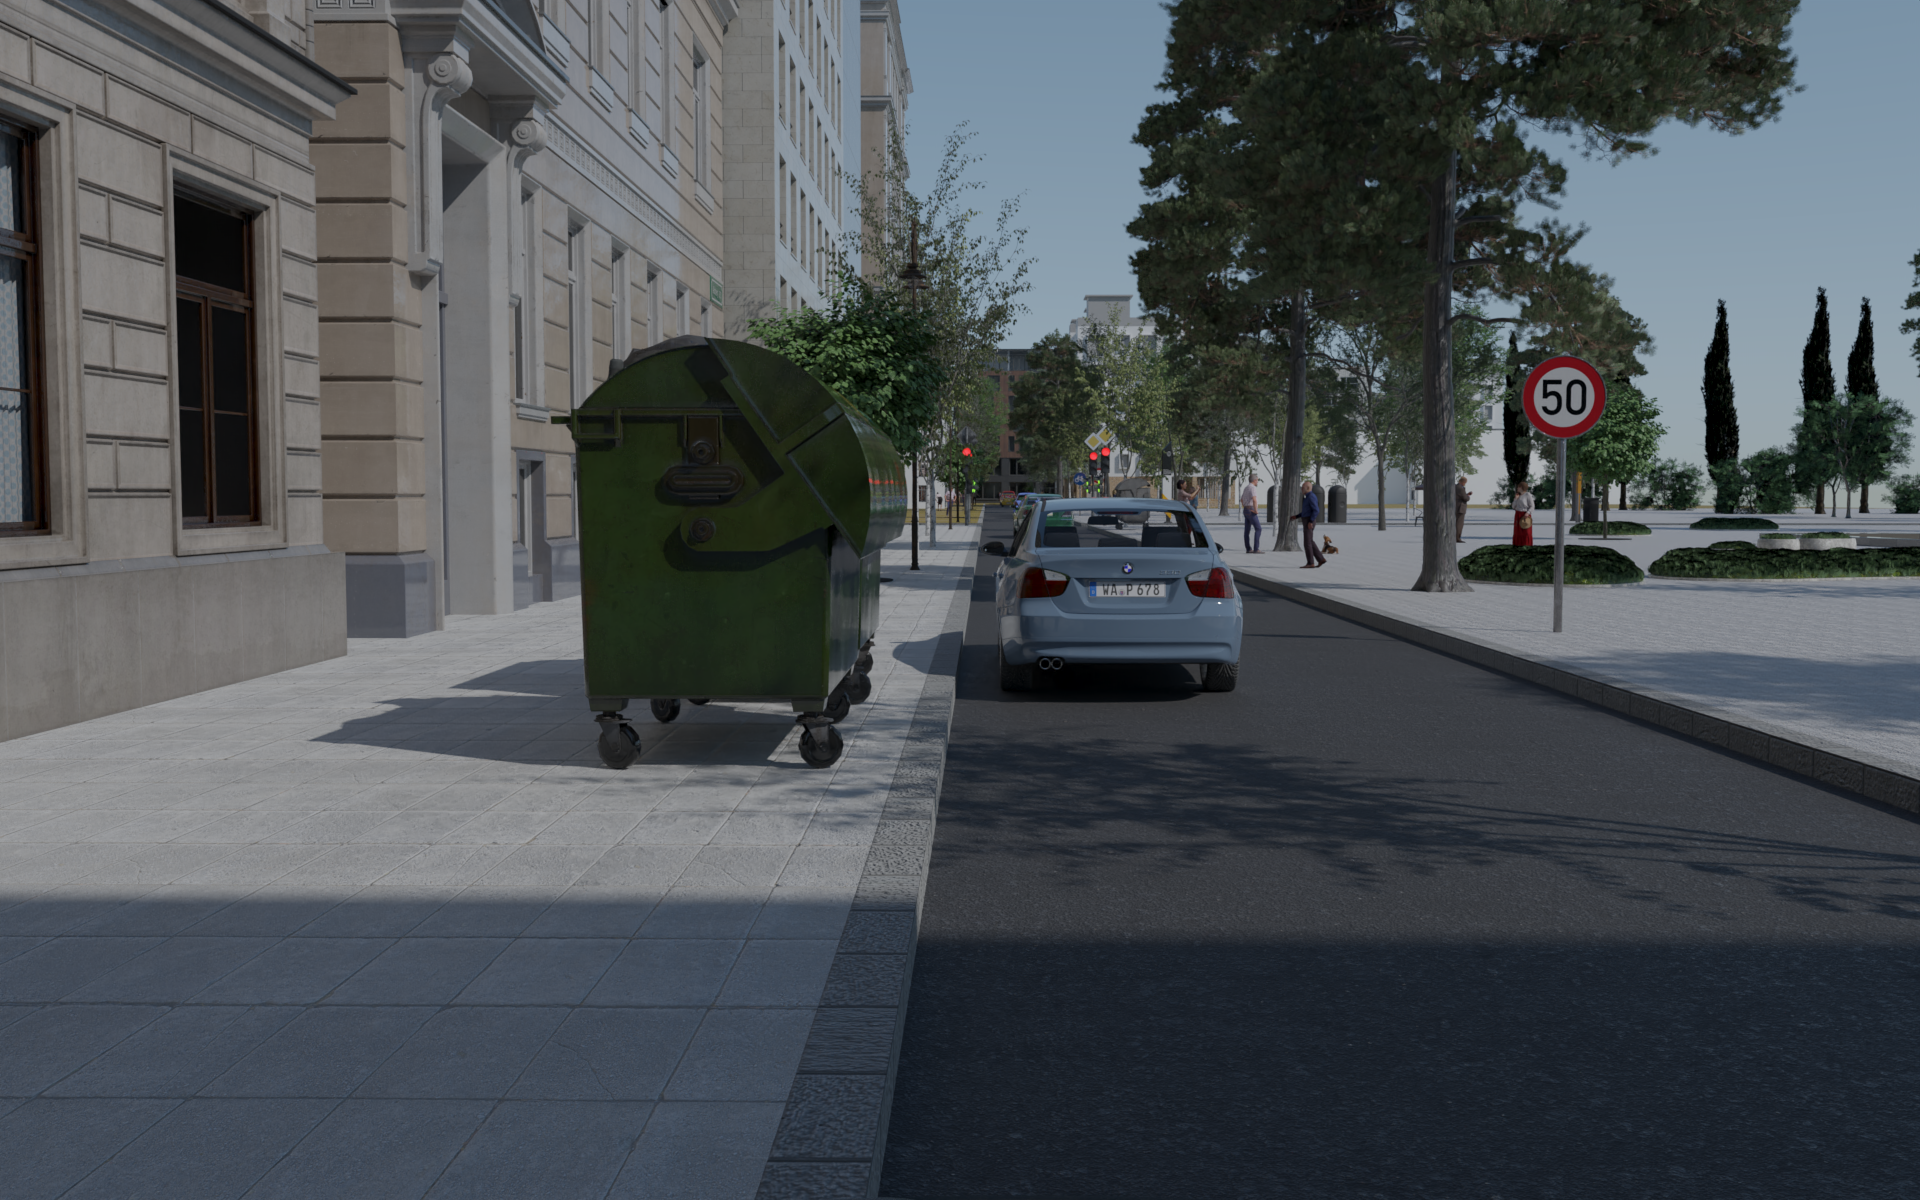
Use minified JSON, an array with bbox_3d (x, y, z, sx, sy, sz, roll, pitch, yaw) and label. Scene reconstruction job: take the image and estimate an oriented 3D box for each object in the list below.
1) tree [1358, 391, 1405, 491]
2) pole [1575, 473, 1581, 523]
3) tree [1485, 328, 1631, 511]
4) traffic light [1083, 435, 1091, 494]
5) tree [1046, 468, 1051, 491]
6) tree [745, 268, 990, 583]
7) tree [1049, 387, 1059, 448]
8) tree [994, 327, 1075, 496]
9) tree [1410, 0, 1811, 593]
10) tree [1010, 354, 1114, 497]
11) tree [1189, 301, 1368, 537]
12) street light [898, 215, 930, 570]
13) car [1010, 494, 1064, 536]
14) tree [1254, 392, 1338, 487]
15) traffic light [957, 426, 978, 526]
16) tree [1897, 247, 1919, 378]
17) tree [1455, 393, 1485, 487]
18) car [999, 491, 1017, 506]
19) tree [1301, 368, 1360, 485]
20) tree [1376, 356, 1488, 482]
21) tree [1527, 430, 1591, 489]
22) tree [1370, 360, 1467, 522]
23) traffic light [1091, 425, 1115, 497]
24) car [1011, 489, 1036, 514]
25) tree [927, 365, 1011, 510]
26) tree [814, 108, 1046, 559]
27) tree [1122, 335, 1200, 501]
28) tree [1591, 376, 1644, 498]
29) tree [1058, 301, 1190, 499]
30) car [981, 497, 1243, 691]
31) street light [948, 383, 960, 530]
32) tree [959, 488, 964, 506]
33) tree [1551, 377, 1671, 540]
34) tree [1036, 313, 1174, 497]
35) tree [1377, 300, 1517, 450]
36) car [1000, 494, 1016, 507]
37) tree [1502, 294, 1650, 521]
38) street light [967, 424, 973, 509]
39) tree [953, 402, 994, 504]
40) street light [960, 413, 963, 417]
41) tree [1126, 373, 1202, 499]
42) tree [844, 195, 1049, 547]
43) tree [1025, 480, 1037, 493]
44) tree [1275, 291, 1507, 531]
[{"bbox_3d":[29.058,-10.277,118.398,4.737,8.622,4.395,0,3,0],"label":"tree"},{"bbox_3d":[27.594,-5.101,77.237,0.158,3.312,0.155,0,3,0],"label":"pole"},{"bbox_3d":[49.272,-14.415,137.508,18.604,14.587,13.155,3,5,43],"label":"tree"},{"bbox_3d":[5.974,-5.428,77.996,0.839,4.213,0.868,0,4,1],"label":"traffic light"},{"bbox_3d":[9.620,-16.763,224.436,4.360,8.622,3.978,0,3,0],"label":"tree"},{"bbox_3d":[-1.641,-2.551,25.430,4.285,4.588,4.351,0,3,0],"label":"tree"},{"bbox_3d":[7.708,-10.268,118.249,4.737,8.622,4.395,0,3,0],"label":"tree"},{"bbox_3d":[7.311,-13.644,130.496,7.806,13.903,7.818,0,3,0],"label":"tree"},{"bbox_3d":[6.505,-7.052,22.724,7.806,13.903,7.818,0,3,0],"label":"tree"},{"bbox_3d":[8.911,-15.086,153.303,9.857,13.997,8.962,0,3,0],"label":"tree"},{"bbox_3d":[9.443,-6.230,52.226,4.360,8.622,3.978,0,3,0],"label":"tree"},{"bbox_3d":[-0.761,-3.440,29.032,0.468,5.910,1.993,0,4,1],"label":"street light"},{"bbox_3d":[2.743,-2.789,57.398,2.131,1.459,4.920,0,4,-1],"label":"car"},{"bbox_3d":[23.600,-10.356,119.689,4.737,8.622,4.395,0,3,0],"label":"tree"},{"bbox_3d":[0.289,-4.944,70.082,0.839,4.213,0.868,0,4,1],"label":"traffic light"},{"bbox_3d":[35.358,-8.322,58.121,6.751,12.117,7.091,0,3,0],"label":"tree"},{"bbox_3d":[34.123,-10.304,118.836,4.737,8.622,4.395,0,3,0],"label":"tree"},{"bbox_3d":[6.037,-12.732,216.834,2.281,1.827,5.304,0,4,1],"label":"car"},{"bbox_3d":[30.006,-13.634,144.970,6.751,12.117,7.091,0,3,0],"label":"tree"},{"bbox_3d":[29.653,-11.686,109.195,7.486,12.596,7.792,0,3,0],"label":"tree"},{"bbox_3d":[33.982,-8.919,96.187,4.360,8.622,3.978,0,3,0],"label":"tree"},{"bbox_3d":[21.125,-7.964,80.574,4.360,8.622,3.978,0,3,0],"label":"tree"},{"bbox_3d":[5.850,-4.940,70.011,0.839,4.213,0.868,0,4,1],"label":"traffic light"},{"bbox_3d":[3.992,-5.663,102.188,1.945,1.707,3.694,0,4,3],"label":"car"},{"bbox_3d":[0.588,-13.131,140.444,9.928,11.665,9.643,0,3,0],"label":"tree"},{"bbox_3d":[-0.646,-5.118,34.040,4.360,8.622,3.978,0,3,0],"label":"tree"},{"bbox_3d":[13.814,-11.254,109.756,9.928,11.665,9.643,0,3,0],"label":"tree"},{"bbox_3d":[33.064,-8.516,89.599,4.737,8.622,4.395,0,3,0],"label":"tree"},{"bbox_3d":[6.340,-7.055,65.719,4.737,8.622,4.395,0,3,0],"label":"tree"},{"bbox_3d":[1.170,-0.115,13.886,2.014,1.417,4.499,0,4,1],"label":"car"},{"bbox_3d":[-0.345,-5.493,62.593,0.468,5.910,1.993,0,4,1],"label":"street light"},{"bbox_3d":[0.461,-11.505,182.701,1.663,3.219,1.824,0,3,0],"label":"tree"},{"bbox_3d":[18.298,-3.982,48.816,4.285,4.588,4.351,0,3,0],"label":"tree"},{"bbox_3d":[7.441,-9.518,90.036,7.601,10.594,8.767,-1,4,-14],"label":"tree"},{"bbox_3d":[25.685,-10.153,91.749,9.928,11.665,9.643,0,3,0],"label":"tree"},{"bbox_3d":[5.509,-11.213,193.555,2.015,1.641,3.980,0,4,3],"label":"car"},{"bbox_3d":[29.095,-9.762,81.664,6.751,12.117,7.091,0,3,0],"label":"tree"},{"bbox_3d":[0.510,-8.507,111.874,0.468,5.910,1.993,0,4,1],"label":"street light"},{"bbox_3d":[1.627,-19.787,230.944,7.806,13.903,7.818,0,3,0],"label":"tree"},{"bbox_3d":[-0.094,-6.454,78.316,0.468,5.910,1.993,0,4,1],"label":"street light"},{"bbox_3d":[16.332,-13.285,139.257,6.751,12.117,7.091,0,3,0],"label":"tree"},{"bbox_3d":[-0.705,-5.597,41.868,4.737,8.622,4.395,0,3,0],"label":"tree"},{"bbox_3d":[9.505,-14.434,230.593,1.663,3.219,1.824,0,3,0],"label":"tree"},{"bbox_3d":[14.955,-7.721,60.643,8.767,10.594,7.601,2,4,26],"label":"tree"}]
